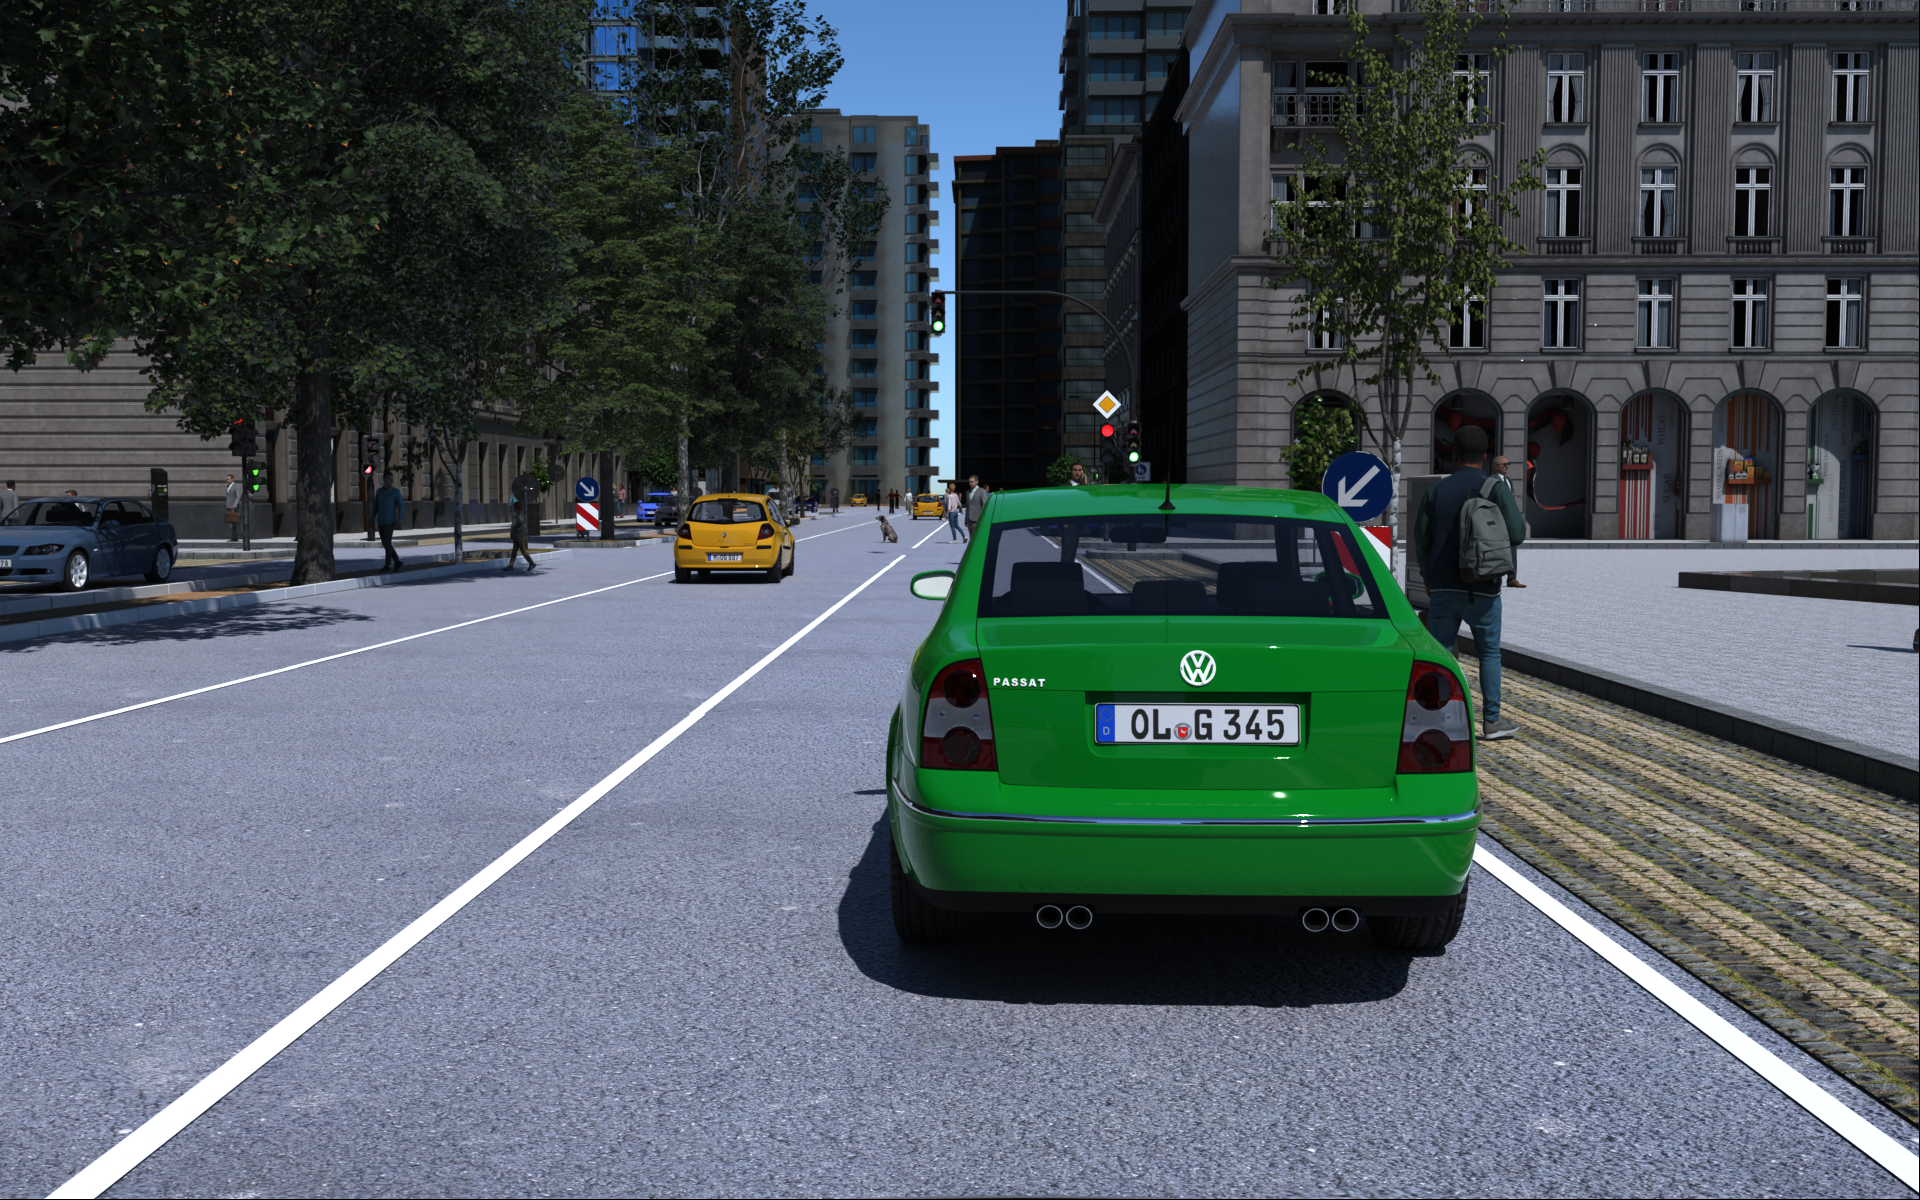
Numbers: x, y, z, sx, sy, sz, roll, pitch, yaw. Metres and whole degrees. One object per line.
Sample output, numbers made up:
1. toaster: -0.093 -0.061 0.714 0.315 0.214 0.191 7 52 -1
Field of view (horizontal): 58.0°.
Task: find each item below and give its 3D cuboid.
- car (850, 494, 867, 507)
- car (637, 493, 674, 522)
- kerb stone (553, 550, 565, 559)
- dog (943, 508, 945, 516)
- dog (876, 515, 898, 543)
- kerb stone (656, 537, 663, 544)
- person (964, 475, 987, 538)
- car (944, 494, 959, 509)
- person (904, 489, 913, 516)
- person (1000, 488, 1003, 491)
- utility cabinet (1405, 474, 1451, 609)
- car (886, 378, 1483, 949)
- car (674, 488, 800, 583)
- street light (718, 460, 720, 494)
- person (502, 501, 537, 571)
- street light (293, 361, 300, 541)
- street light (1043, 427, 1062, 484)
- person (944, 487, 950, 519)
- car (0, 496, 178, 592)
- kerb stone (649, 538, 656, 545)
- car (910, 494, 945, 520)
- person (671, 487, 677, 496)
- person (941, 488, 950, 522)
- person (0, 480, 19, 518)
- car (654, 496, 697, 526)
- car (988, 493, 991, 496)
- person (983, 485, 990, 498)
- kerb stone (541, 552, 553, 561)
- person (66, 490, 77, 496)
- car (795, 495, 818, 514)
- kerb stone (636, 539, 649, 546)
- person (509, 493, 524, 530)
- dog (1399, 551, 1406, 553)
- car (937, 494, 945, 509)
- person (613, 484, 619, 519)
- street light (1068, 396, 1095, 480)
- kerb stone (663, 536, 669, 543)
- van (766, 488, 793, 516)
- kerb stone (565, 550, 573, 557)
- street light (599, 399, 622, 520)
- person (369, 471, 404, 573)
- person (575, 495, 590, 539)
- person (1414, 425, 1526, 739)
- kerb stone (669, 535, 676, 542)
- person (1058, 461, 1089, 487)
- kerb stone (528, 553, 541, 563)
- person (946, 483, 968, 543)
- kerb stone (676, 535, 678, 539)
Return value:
1. car: -11.475 -11.386 196.378 2.015 1.641 3.980 0 4 -1
2. car: -15.332 -4.800 88.071 1.945 1.707 3.694 0 4 1
3. kerb stone: -8.987 -0.988 38.354 0.120 0.150 1.000 0 4 1
4. dog: -1.239 -5.782 113.827 0.406 0.507 0.540 3 5 40
5. dog: -2.049 -2.079 50.823 0.513 0.831 0.800 -2 4 -35
6. kerb stone: -8.822 -1.709 50.176 0.120 0.150 1.000 0 4 1
7. person: 0.320 -1.602 34.809 0.709 1.813 0.853 3 4 39
8. car: -0.984 -9.680 168.498 2.015 1.641 3.980 0 4 -1
9. person: -3.387 -6.522 115.356 0.478 1.798 0.641 2 4 32
10. person: 2.752 -6.484 114.485 0.573 1.828 0.580 -2 4 -27
11. utility cabinet: 5.274 -0.647 19.259 0.318 1.500 1.173 0 4 -3
12. car: 0.733 0.118 6.862 1.959 1.807 4.718 0 4 2
13. car: -3.750 -1.164 29.255 2.015 1.641 3.980 0 4 -1
14. street light: -16.428 -9.126 121.754 1.470 5.913 1.316 0 4 1
15. person: -8.187 -1.189 32.207 0.640 1.303 0.475 -2 4 -35
16. street light: -17.414 -4.552 46.968 1.470 5.913 1.316 0 4 1
17. street light: 6.468 -9.029 120.161 1.470 5.913 1.316 0 4 1
18. person: -0.598 -5.242 94.196 0.794 1.824 0.713 1 4 23
19. car: -13.765 -0.906 26.810 2.014 1.417 4.499 0 4 0
20. kerb stone: -8.846 -1.644 49.155 0.120 0.150 1.000 0 4 1
21. car: -1.790 -5.302 96.910 2.015 1.641 3.980 0 4 -1
22. person: -17.766 -6.164 107.386 0.480 1.755 0.524 1 4 16
23. person: -0.715 -4.953 90.151 0.598 1.740 0.731 -3 4 -36
24. person: -24.037 -2.143 43.810 0.678 1.792 0.850 1 4 9
25. car: -12.770 -4.083 79.118 2.083 1.381 4.827 0 4 -1
26. car: 1.815 -4.374 81.101 1.945 1.707 3.694 0 4 1
27. person: 1.010 -3.356 63.724 0.532 1.782 0.716 1 4 17
28. kerb stone: -9.006 -0.926 37.332 0.120 0.150 1.000 0 4 1
29. person: -16.571 -1.309 32.497 0.503 1.515 0.523 -3 4 -36
30. car: -11.295 -6.935 125.963 1.945 1.354 3.894 0 3 0
31. kerb stone: -8.866 -1.586 48.132 0.120 0.150 1.000 0 4 1
32. person: -14.613 -2.978 57.212 0.660 1.820 0.620 0 4 6
33. dog: 9.965 -1.224 37.754 0.550 0.427 0.748 -1 4 -16
34. car: -1.677 -6.600 119.908 2.014 1.417 4.499 0 4 0
35. person: -18.165 -5.177 90.869 0.537 1.800 0.526 3 4 39
36. street light: 5.811 -6.686 81.849 1.470 5.913 1.316 0 4 1
37. kerb stone: -8.817 -1.768 51.199 0.120 0.150 1.000 0 4 1
38. van: -12.134 -6.632 115.452 2.013 2.044 4.112 0 4 1
39. kerb stone: -8.980 -1.051 39.376 0.120 0.150 1.000 0 4 1
40. street light: -16.957 -6.840 84.371 1.470 5.913 1.316 0 4 1
41. person: -10.341 -1.414 31.486 0.638 1.841 0.748 2 4 29
42. person: -11.924 -2.801 54.851 0.519 1.759 0.362 3 5 40
43. person: 2.868 -0.091 9.968 0.713 1.824 0.794 -3 5 -43
44. kerb stone: -8.800 -1.837 52.224 0.120 0.150 1.000 0 4 1
45. person: 1.662 -1.049 25.012 0.474 1.900 0.648 3 5 39
46. kerb stone: -9.024 -0.863 36.299 0.120 0.150 1.000 0 4 1
47. person: -0.053 -2.512 50.235 0.598 1.740 0.731 1 4 19
48. kerb stone: -8.787 -1.894 53.252 0.120 0.150 1.000 0 4 1
